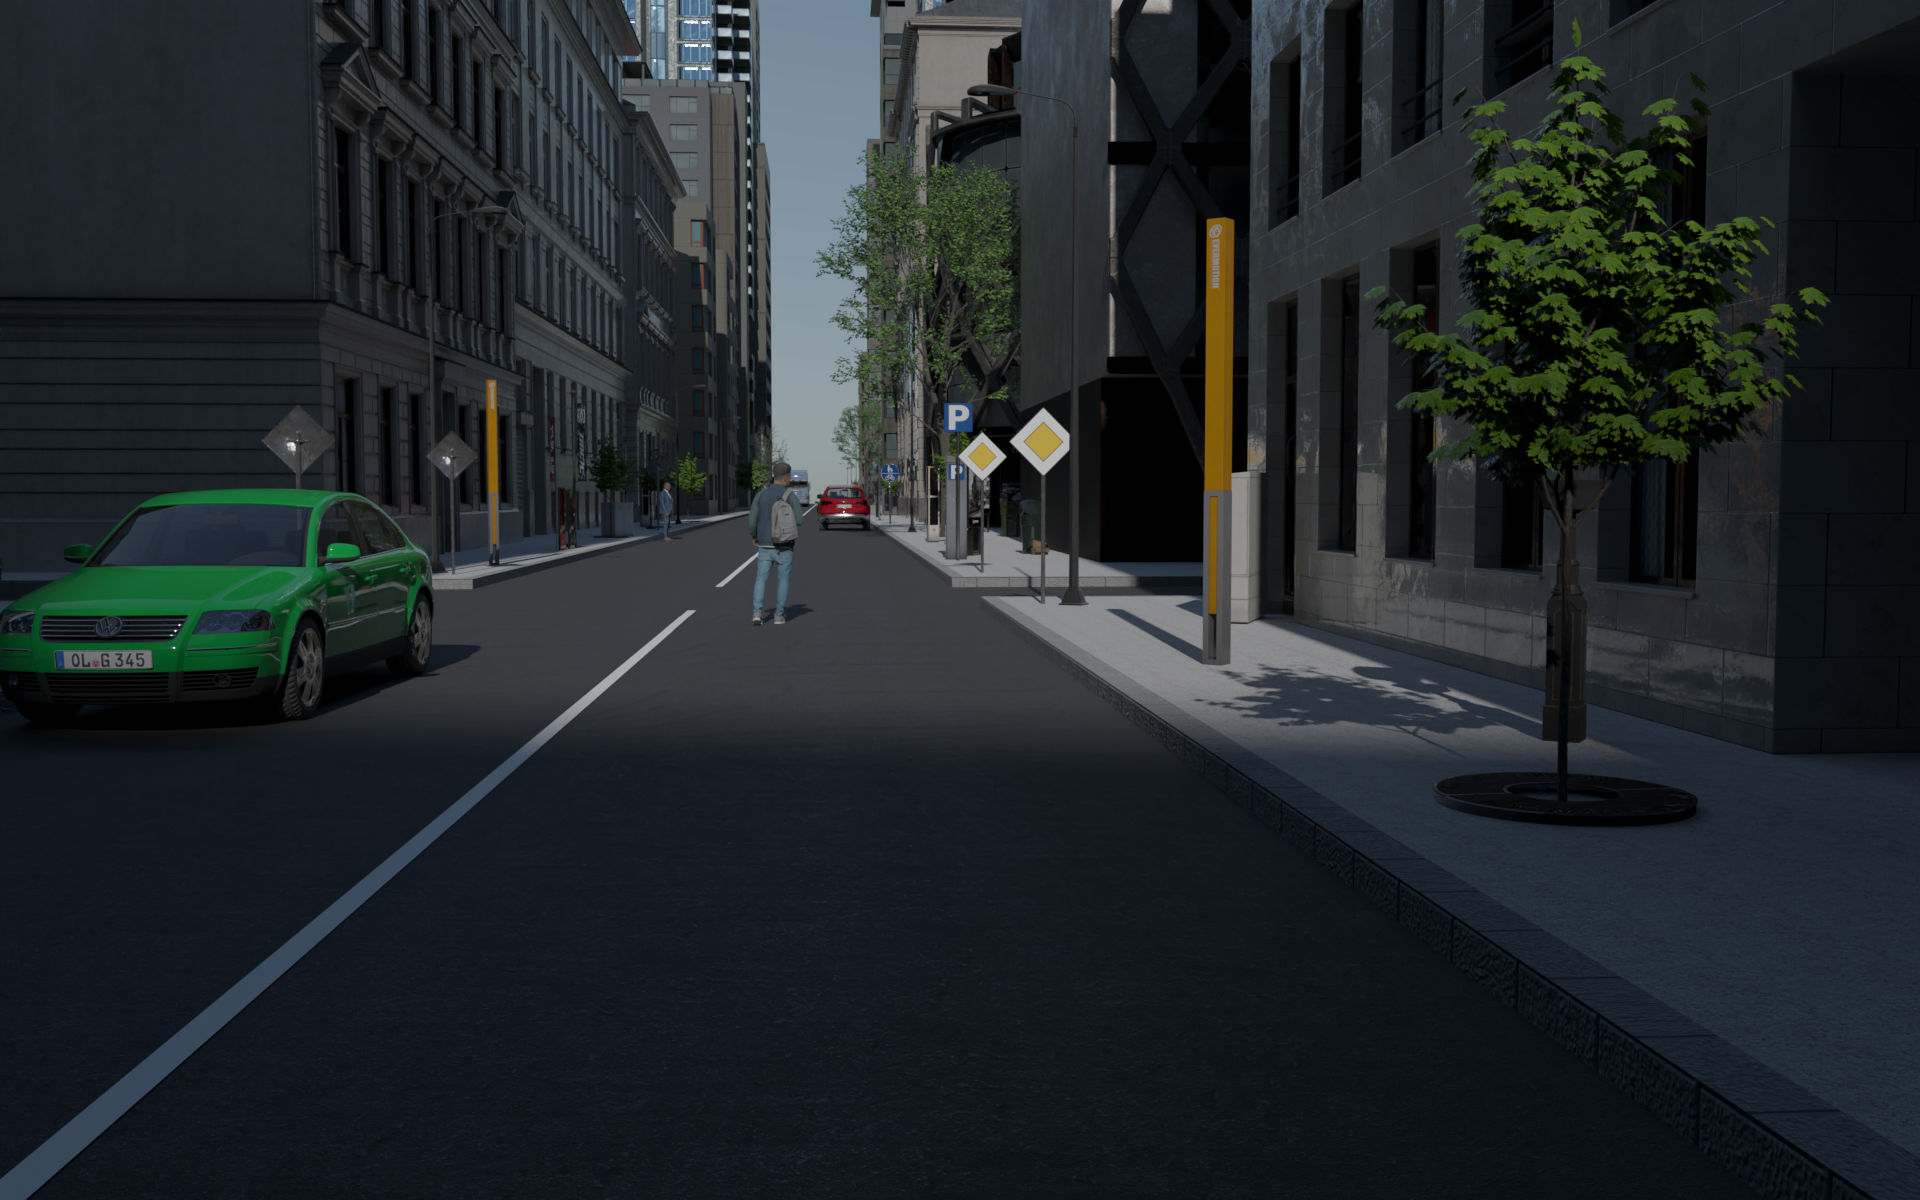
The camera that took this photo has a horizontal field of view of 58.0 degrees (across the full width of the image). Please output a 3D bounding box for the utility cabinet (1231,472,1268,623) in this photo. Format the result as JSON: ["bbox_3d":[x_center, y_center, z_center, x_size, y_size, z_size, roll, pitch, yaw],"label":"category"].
[{"bbox_3d":[2.871,-0.544,17.571,0.318,1.500,1.173,1,4,19],"label":"utility cabinet"}]

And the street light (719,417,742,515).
[{"bbox_3d":[-13.826,-8.057,104.265,1.470,5.913,1.316,0,4,-4],"label":"street light"}]

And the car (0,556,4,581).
[{"bbox_3d":[-15.792,-0.732,23.760,4.920,1.459,2.131,0,4,-4],"label":"car"}]

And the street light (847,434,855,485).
[{"bbox_3d":[-7.822,-9.903,134.458,1.470,5.913,1.316,0,4,-4],"label":"street light"}]

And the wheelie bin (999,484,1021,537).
[{"bbox_3d":[1.607,-2.697,52.002,0.980,1.594,0.693,1,4,21],"label":"wheelie bin"}]

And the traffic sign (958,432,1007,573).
[{"bbox_3d":[0.360,-1.498,28.132,0.795,2.450,0.064,0,4,-4],"label":"traffic sign"}]

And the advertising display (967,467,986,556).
[{"bbox_3d":[0.279,-1.886,36.047,0.123,1.923,0.974,1,4,19],"label":"advertising display"}]

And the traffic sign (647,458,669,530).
[{"bbox_3d":[-10.754,-3.765,61.667,0.768,2.556,0.104,0,4,-1],"label":"traffic sign"}]

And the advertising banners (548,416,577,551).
[{"bbox_3d":[-9.132,-2.663,39.722,0.090,3.025,2.074,0,4,3],"label":"advertising banners"}]

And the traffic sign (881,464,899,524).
[{"bbox_3d":[-2.945,-4.463,73.073,0.768,2.556,0.104,0,4,4],"label":"traffic sign"}]

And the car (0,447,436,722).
[{"bbox_3d":[-5.068,-0.215,12.316,1.959,1.807,4.718,0,4,-3],"label":"car"}]

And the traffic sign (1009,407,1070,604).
[{"bbox_3d":[0.965,-1.011,20.170,0.795,2.450,0.064,0,4,-4],"label":"traffic sign"}]

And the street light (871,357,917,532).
[{"bbox_3d":[-2.145,-5.219,57.868,1.470,5.913,1.316,0,4,-4],"label":"street light"}]

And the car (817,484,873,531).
[{"bbox_3d":[-4.602,-3.707,69.286,2.281,1.827,5.304,0,4,-3],"label":"car"}]

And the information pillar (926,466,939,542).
[{"bbox_3d":[-0.719,-2.538,45.996,0.304,2.012,0.304,-1,4,-12],"label":"information pillar"}]

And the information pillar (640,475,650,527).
[{"bbox_3d":[-12.391,-3.886,68.035,0.304,2.012,0.304,-2,4,-27],"label":"information pillar"}]

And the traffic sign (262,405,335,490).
[{"bbox_3d":[-7.456,-0.973,19.552,0.795,2.450,0.064,0,4,-4],"label":"traffic sign"}]

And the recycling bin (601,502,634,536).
[{"bbox_3d":[-10.411,-2.449,52.601,0.722,1.027,0.722,3,5,42],"label":"recycling bin"}]

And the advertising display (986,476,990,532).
[{"bbox_3d":[0.531,-3.213,57.743,0.974,1.923,0.123,-1,4,-16],"label":"advertising display"}]

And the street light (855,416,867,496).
[{"bbox_3d":[-5.338,-7.950,102.516,1.470,5.913,1.316,0,4,-4],"label":"street light"}]

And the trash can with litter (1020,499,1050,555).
[{"bbox_3d":[1.669,-1.558,36.855,0.624,1.170,1.055,-1,4,-16],"label":"trash can with litter"}]

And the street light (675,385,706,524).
[{"bbox_3d":[-11.480,-6.191,73.759,1.470,5.913,1.316,0,4,-4],"label":"street light"}]

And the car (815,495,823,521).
[{"bbox_3d":[-6.797,-5.090,93.014,2.009,1.686,4.222,0,4,-3],"label":"car"}]

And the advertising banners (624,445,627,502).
[{"bbox_3d":[-10.651,-3.609,55.193,0.090,3.025,2.074,-1,4,-10],"label":"advertising banners"}]

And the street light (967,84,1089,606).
[{"bbox_3d":[0.777,-2.893,19.848,1.470,5.913,1.316,0,4,-4],"label":"street light"}]

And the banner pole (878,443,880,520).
[{"bbox_3d":[-3.966,-5.795,84.768,0.401,3.779,0.863,0,4,-6],"label":"banner pole"}]

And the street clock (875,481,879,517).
[{"bbox_3d":[-4.538,-5.542,95.176,0.358,2.002,0.471,0,4,2],"label":"street clock"}]

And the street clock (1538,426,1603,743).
[{"bbox_3d":[3.153,-0.270,8.978,0.358,2.002,0.471,2,4,30],"label":"street clock"}]

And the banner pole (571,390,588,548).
[{"bbox_3d":[-9.205,-3.169,41.828,0.401,3.779,0.863,1,4,16],"label":"banner pole"}]

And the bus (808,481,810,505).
[{"bbox_3d":[-20.371,-13.739,219.484,2.948,3.499,13.247,0,4,-4],"label":"bus"}]

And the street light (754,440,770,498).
[{"bbox_3d":[-17.194,-10.823,149.493,1.470,5.913,1.316,0,4,-4],"label":"street light"}]

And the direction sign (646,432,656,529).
[{"bbox_3d":[-11.302,-4.357,63.240,0.379,3.537,0.876,-1,4,-12],"label":"direction sign"}]

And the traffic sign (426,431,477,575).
[{"bbox_3d":[-8.062,-1.460,27.514,0.795,2.450,0.064,0,4,-4],"label":"traffic sign"}]

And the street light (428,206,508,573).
[{"bbox_3d":[-7.998,-3.397,28.085,1.470,5.913,1.316,0,4,-4],"label":"street light"}]
